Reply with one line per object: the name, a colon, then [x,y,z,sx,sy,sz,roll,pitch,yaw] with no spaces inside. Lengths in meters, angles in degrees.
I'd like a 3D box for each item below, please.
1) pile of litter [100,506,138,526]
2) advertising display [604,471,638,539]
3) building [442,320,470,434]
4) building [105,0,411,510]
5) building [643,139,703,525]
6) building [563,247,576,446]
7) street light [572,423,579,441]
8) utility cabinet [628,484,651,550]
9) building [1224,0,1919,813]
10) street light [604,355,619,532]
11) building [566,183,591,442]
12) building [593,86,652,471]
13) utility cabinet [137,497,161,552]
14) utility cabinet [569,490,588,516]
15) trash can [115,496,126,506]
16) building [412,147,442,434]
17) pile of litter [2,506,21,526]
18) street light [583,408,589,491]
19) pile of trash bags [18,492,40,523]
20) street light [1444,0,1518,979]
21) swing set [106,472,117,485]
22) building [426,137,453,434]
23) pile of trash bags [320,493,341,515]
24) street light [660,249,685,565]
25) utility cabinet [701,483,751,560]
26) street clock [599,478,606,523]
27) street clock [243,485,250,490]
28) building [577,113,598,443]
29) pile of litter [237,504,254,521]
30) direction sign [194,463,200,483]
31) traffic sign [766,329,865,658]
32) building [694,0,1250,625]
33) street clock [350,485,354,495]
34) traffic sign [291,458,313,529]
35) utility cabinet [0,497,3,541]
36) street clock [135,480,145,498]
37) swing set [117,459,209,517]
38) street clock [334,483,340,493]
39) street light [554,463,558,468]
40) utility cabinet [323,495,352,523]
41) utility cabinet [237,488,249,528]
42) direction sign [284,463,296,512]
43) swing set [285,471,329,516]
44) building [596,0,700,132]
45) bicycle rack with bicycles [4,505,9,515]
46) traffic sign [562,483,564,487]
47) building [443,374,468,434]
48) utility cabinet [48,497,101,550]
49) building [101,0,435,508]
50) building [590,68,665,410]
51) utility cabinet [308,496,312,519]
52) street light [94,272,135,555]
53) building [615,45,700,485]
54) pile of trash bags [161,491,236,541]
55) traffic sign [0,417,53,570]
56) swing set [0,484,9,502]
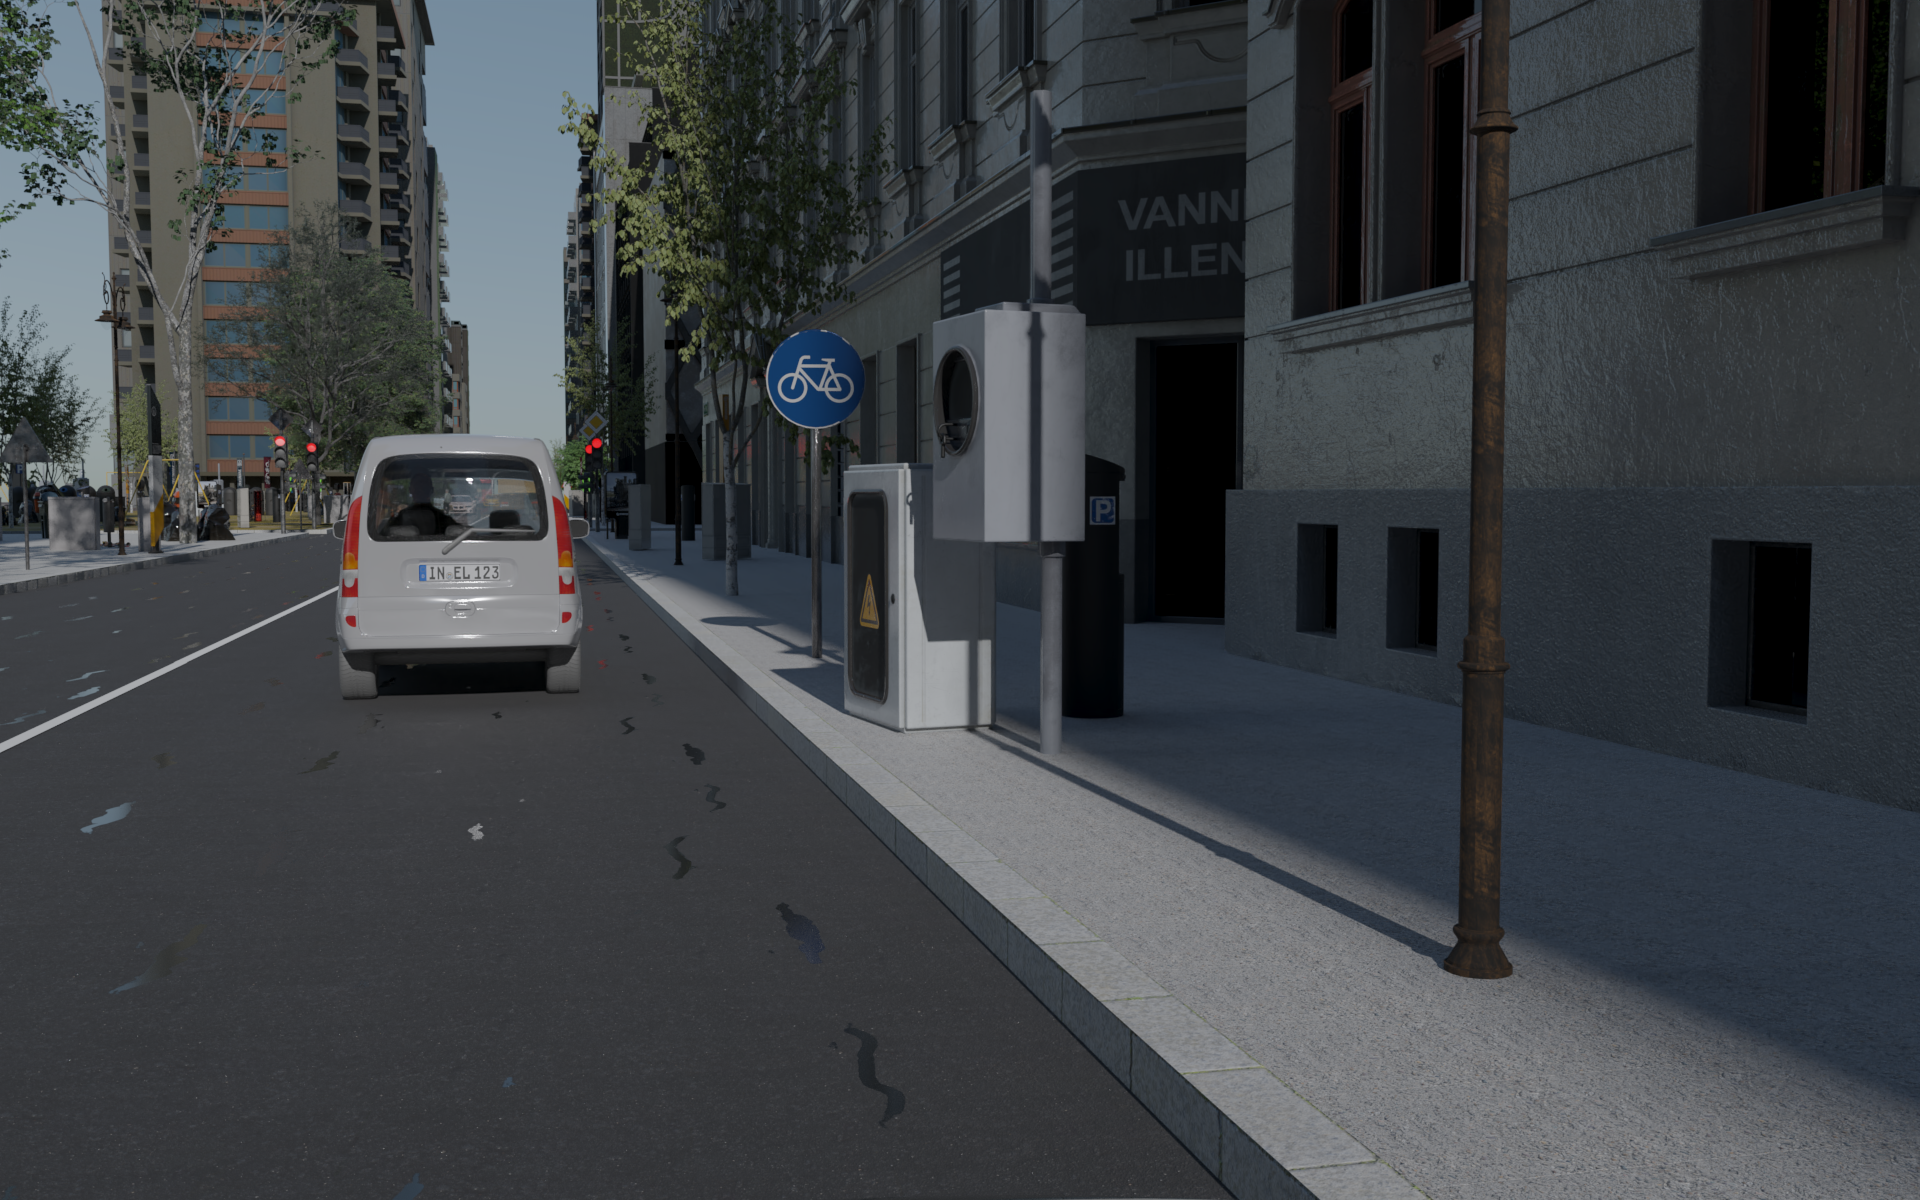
pile of litter: [-33.965,-3.441,70.218,1.719,0.858,1.176,-2,4,-23]
advertising display: [-9.659,-2.700,49.362,0.974,1.923,0.123,-2,4,-33]
building: [-87.405,-31.219,282.129,14.160,30.474,14.107,-1,4,-14]
building: [-58.888,-30.147,147.522,22.147,44.769,28.867,-1,4,-14]
building: [-5.385,-12.920,78.697,16.811,18.784,16.820,-1,4,-14]
building: [-58.724,-37.012,288.744,14.154,41.232,14.086,-1,4,-14]
street light: [-24.702,-8.473,111.317,0.468,5.910,1.993,-1,4,-14]
utility cabinet: [-7.360,-1.901,39.761,0.318,1.500,1.173,0,4,0]
building: [10.808,-13.236,3.801,14.401,28.519,23.554,-1,4,-14]
street light: [-11.624,-5.199,57.790,0.468,5.910,1.993,-1,4,-14]
building: [-49.062,-39.628,267.530,23.786,49.044,30.456,-1,4,-14]
building: [-17.040,-17.965,111.742,12.078,24.808,19.932,-1,4,-14]
utility cabinet: [-18.295,-1.707,39.064,0.306,1.237,1.020,-1,4,-14]
utility cabinet: [-21.892,-5.546,99.359,0.318,1.500,1.173,2,4,34]
trash can: [-50.417,-5.643,103.911,0.748,1.137,0.748,0,3,0]
building: [-66.715,-31.390,196.821,14.154,41.232,14.086,-1,4,-14]
pile of litter: [-39.050,-3.443,70.261,1.719,0.858,1.176,-2,4,-32]
street light: [-18.217,-6.863,85.000,0.468,5.910,1.993,-1,4,-14]
pile of trash bags: [-40.872,-4.111,76.975,1.912,1.369,3.447,-2,4,-27]
street light: [1.395,-1.939,4.486,0.468,5.910,1.993,-1,4,-14]
swing set: [-59.187,-7.710,123.670,3.119,2.851,2.862,-2,4,-27]
building: [-79.797,-37.384,230.833,23.786,49.044,30.456,-1,4,-14]
pile of trash bags: [-38.415,-5.883,105.937,1.912,1.369,3.447,-2,4,-34]
street light: [-5.085,-3.567,31.114,0.468,5.910,1.993,-1,4,-14]
utility cabinet: [-4.555,-1.542,33.883,0.318,1.500,1.173,2,4,30]
street clock: [-15.682,-4.378,76.152,0.471,2.002,0.358,0,4,2]
street clock: [-54.683,-7.844,132.822,0.471,2.002,0.358,1,4,12]
building: [-32.413,-33.323,199.451,22.147,44.769,28.867,-1,4,-14]
pile of litter: [-34.396,-4.268,83.751,1.176,0.858,1.719,0,4,0]
direction sign: [-56.407,-8.295,127.616,0.876,3.537,0.379,1,4,9]
traffic sign: [-1.119,-0.819,13.496,0.768,2.556,0.104,0,4,-5]
building: [4.317,-15.935,36.949,17.030,29.872,44.131,-1,4,-14]
street clock: [-46.636,-7.856,133.018,0.358,2.002,0.471,1,4,19]
traffic sign: [-23.869,-3.833,62.677,0.884,2.594,0.081,-1,4,-11]
utility cabinet: [-26.665,-2.210,47.293,0.306,1.237,1.020,1,4,15]
street clock: [-41.039,-5.024,86.713,0.471,2.002,0.358,2,4,24]
swing set: [-35.536,-4.914,77.963,3.119,2.851,2.862,2,4,32]
street clock: [-42.105,-6.885,117.140,0.358,2.002,0.471,0,4,5]
street light: [-49.545,-14.694,213.038,0.468,5.910,1.993,-1,4,-14]
utility cabinet: [-27.675,-4.017,76.845,1.020,1.237,0.306,-1,4,-11]
utility cabinet: [-27.160,-3.480,65.574,0.318,1.500,1.173,-2,4,-28]
direction sign: [-48.910,-8.214,126.299,0.876,3.537,0.379,-1,4,-9]
swing set: [-38.375,-6.392,102.133,2.862,2.851,3.119,0,4,-8]
building: [-27.877,-45.020,174.332,20.563,71.187,20.611,-1,4,-14]
bicycle rack with bicycles: [-57.019,-5.650,105.756,2.925,0.926,2.852,0,4,-8]
traffic sign: [-31.023,-8.362,136.729,0.884,2.594,0.081,0,4,-6]
building: [-88.791,-25.378,259.974,27.650,21.520,28.899,-1,4,-14]
utility cabinet: [-20.290,-1.745,39.692,1.020,1.237,0.306,0,4,-7]
building: [-67.974,-35.768,174.038,28.713,52.752,27.495,-1,4,-14]
building: [-16.851,-28.304,154.647,32.217,40.220,23.993,-1,4,-14]
utility cabinet: [-33.109,-4.730,88.494,0.306,1.237,1.020,-1,4,-15]
street light: [-17.592,-3.877,36.184,0.468,5.910,1.993,-1,4,-14]
building: [-12.148,-16.203,94.604,12.332,23.373,15.834,-1,4,-14]
pile of trash bags: [-21.586,-2.371,48.512,1.912,1.369,3.447,-2,4,-33]
traffic sign: [-15.772,-1.787,29.229,0.884,2.594,0.081,0,4,-6]
swing set: [-64.686,-7.239,115.971,2.862,2.851,3.119,-1,4,-21]
